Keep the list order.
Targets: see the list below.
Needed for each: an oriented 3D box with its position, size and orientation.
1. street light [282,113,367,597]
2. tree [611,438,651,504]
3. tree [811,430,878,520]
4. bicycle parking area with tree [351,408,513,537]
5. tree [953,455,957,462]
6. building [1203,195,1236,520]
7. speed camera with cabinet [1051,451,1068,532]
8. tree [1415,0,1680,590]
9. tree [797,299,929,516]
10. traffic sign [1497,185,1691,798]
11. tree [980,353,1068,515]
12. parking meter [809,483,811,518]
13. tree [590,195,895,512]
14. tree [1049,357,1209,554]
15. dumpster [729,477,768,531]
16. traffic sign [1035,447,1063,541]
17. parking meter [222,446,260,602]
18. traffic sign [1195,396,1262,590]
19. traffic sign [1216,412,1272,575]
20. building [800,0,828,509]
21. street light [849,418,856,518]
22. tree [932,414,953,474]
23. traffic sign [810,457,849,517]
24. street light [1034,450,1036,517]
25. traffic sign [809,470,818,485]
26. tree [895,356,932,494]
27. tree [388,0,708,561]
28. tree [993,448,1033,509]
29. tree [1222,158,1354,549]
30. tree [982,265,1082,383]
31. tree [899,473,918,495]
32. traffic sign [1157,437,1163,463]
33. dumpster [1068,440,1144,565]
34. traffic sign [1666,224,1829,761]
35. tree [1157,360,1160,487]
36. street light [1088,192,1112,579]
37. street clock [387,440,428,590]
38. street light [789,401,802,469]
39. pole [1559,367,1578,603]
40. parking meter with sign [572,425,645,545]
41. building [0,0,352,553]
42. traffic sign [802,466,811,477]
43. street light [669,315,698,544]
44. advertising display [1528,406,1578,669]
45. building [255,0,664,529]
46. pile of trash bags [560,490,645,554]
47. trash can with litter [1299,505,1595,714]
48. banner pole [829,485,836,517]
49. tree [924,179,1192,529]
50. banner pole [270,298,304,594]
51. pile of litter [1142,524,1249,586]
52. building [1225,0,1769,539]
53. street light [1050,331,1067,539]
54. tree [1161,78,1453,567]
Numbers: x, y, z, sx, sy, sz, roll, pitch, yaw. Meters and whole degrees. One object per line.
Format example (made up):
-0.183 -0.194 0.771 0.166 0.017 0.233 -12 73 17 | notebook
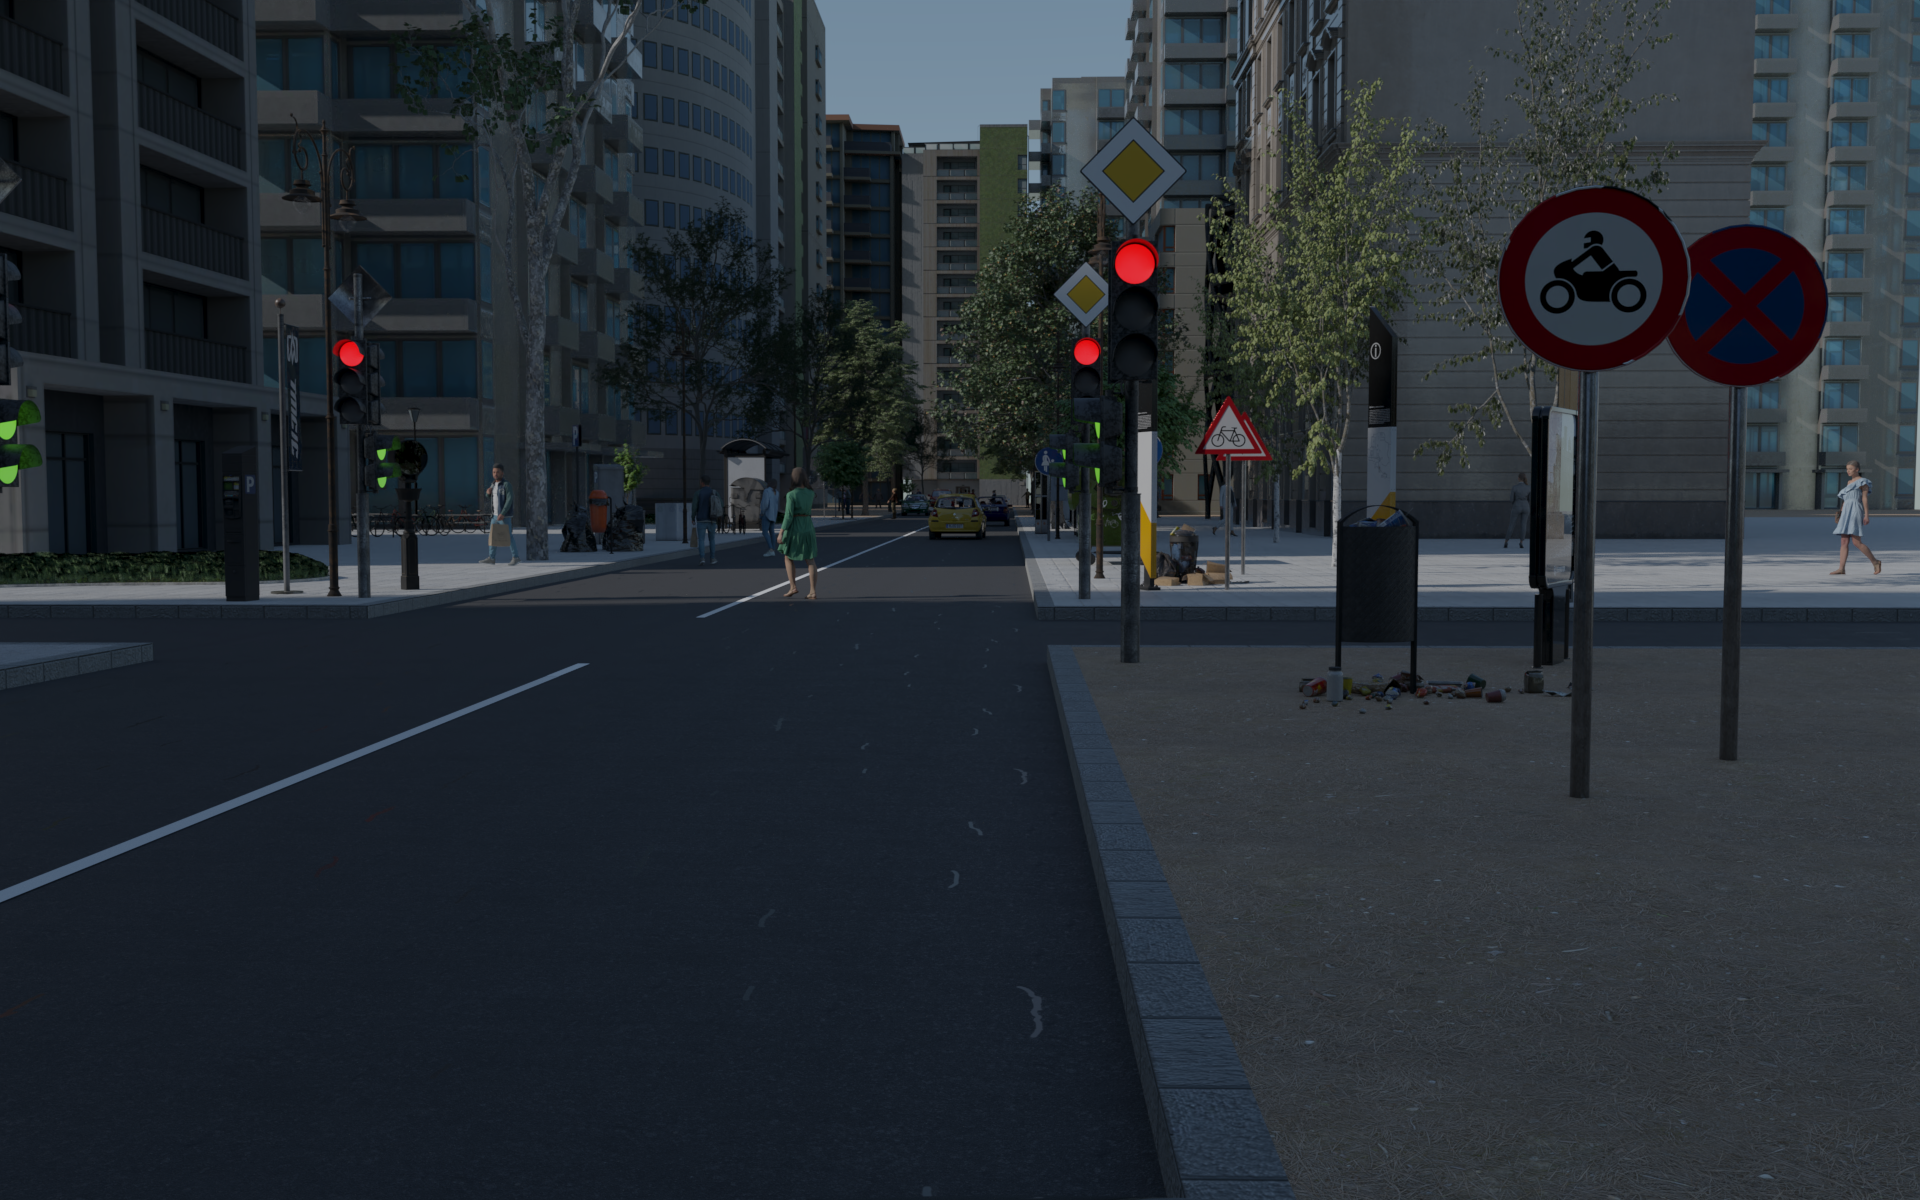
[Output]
-7.856 -2.984 21.571 0.468 5.910 1.993 0 4 2 | street light
-11.700 -4.012 60.191 1.663 3.219 1.824 0 3 0 | tree
-5.841 -6.356 87.636 4.285 4.588 4.351 0 3 0 | tree
-18.944 -4.176 55.279 9.016 4.147 8.231 2 4 28 | bicycle parking area with tree
-3.944 -14.516 171.753 7.601 10.594 8.767 -1 4 -11 | tree
20.713 -13.463 87.567 16.820 18.784 16.811 0 4 2 | building
4.082 -3.880 57.777 2.038 3.252 0.660 1 4 11 | speed camera with cabinet
7.732 -4.453 23.163 4.360 8.622 3.978 0 3 0 | tree
-5.688 -11.229 101.727 7.486 12.596 7.792 0 3 0 | tree
2.625 -0.438 7.261 0.768 2.556 0.104 1 4 9 | traffic sign
5.492 -12.395 120.782 7.486 12.596 7.792 0 3 0 | tree
-8.019 -5.219 91.043 0.255 1.863 0.399 0 4 7 | parking meter
-7.713 -7.276 53.376 7.601 10.594 8.767 -3 4 -37 | tree
3.638 -3.280 37.343 4.285 4.588 4.351 0 3 0 | tree
-7.352 -3.355 60.613 1.264 1.857 1.865 0 4 2 | dumpster
2.422 -2.878 47.160 0.768 2.556 0.104 0 4 3 | traffic sign
-8.620 -0.920 20.752 0.255 1.863 0.399 1 4 8 | parking meter
3.577 -1.414 23.123 0.884 2.594 0.081 1 4 9 | traffic sign
4.505 -1.682 27.505 0.884 2.594 0.081 0 4 4 | traffic sign
-23.445 -32.416 153.695 21.600 48.544 21.300 0 4 2 | building
-5.709 -7.256 91.415 0.468 5.910 1.993 0 4 2 | street light
-5.372 -11.647 124.840 7.601 10.594 8.767 1 4 13 | tree
-7.215 -6.252 96.090 2.265 3.308 0.079 0 4 4 | traffic sign
4.149 -7.525 95.828 0.468 5.910 1.993 0 4 2 | street light
-7.918 -5.603 91.710 0.768 2.556 0.104 1 4 11 | traffic sign
-6.538 -8.625 75.433 7.601 10.594 8.767 1 4 22 | tree
-6.961 -10.882 33.803 12.611 20.169 13.585 0 3 0 | tree
6.721 -14.296 168.144 7.601 10.594 8.767 -2 4 -35 | tree
8.039 -5.321 37.356 4.360 8.622 3.978 0 3 0 | tree
4.799 -10.804 87.020 12.009 13.543 11.850 0 3 0 | tree
-4.919 -10.124 160.121 1.663 3.219 1.824 0 3 0 | tree
3.705 -2.136 35.028 0.768 2.556 0.104 0 4 5 | traffic sign
2.770 -1.800 31.928 1.502 2.255 1.985 0 4 1 | dumpster
3.713 -0.501 8.292 0.768 2.556 0.104 0 4 5 | traffic sign
8.951 -7.780 77.561 4.737 8.622 4.395 0 3 0 | tree
2.120 -3.262 26.128 0.468 5.910 1.993 0 4 2 | street light
-7.385 -1.140 23.203 0.471 2.002 0.358 -3 5 -41 | street clock
-6.470 -5.818 67.905 0.468 5.910 1.993 0 4 2 | street light
7.144 -1.624 20.394 0.158 3.312 0.155 0 3 0 | pole
-8.920 -2.925 44.088 1.738 3.016 0.543 -2 4 -29 | parking meter with sign
-25.945 -36.686 38.070 20.563 71.187 20.611 0 4 2 | building
-7.411 -5.018 81.774 0.795 2.593 0.064 1 4 11 | traffic sign
-7.135 -4.404 44.791 0.468 5.910 1.993 0 4 2 | street light
4.478 -0.480 13.061 0.123 1.923 0.974 2 4 32 | advertising display
-26.418 -27.807 74.257 23.786 49.044 30.456 0 4 2 | building
-7.979 -1.758 38.493 1.912 1.369 3.447 -1 4 -11 | pile of trash bags
3.060 0.004 10.991 2.233 1.210 1.678 0 4 -7 | trash can with litter
-6.972 -6.445 95.385 0.401 3.779 0.863 -2 4 -35 | banner pole
3.570 -8.940 63.173 9.611 12.733 9.660 0 3 0 | tree
-8.691 -1.985 22.479 0.401 3.779 0.863 0 4 -1 | banner pole
3.362 -0.657 24.699 1.719 0.858 1.176 -1 4 -10 | pile of litter
16.858 -16.113 60.707 12.463 27.353 25.104 0 4 2 | building
2.789 -4.676 49.242 0.468 5.910 1.993 0 4 2 | street light
6.398 -4.890 30.308 4.737 8.622 4.395 0 3 0 | tree
